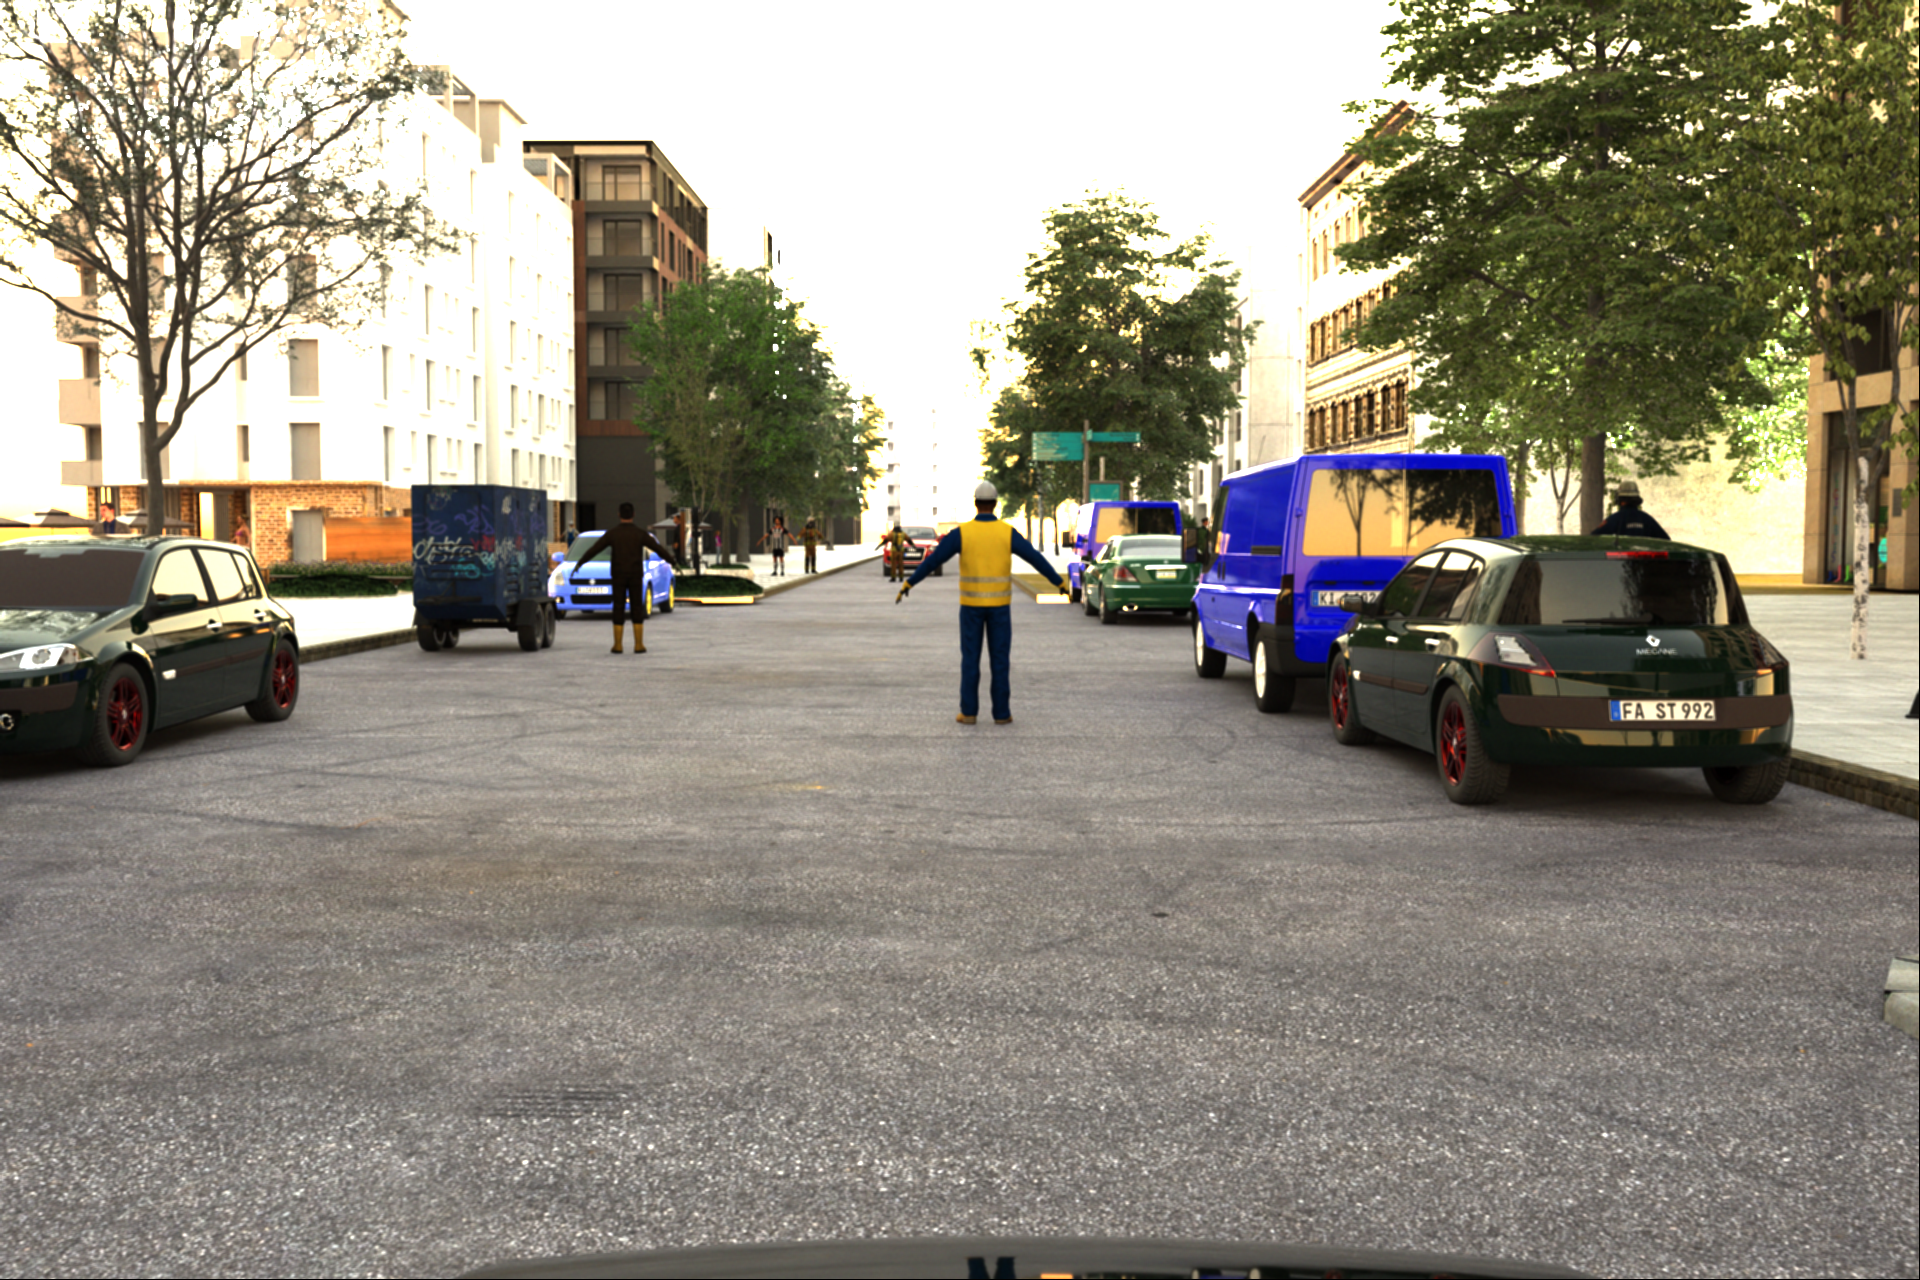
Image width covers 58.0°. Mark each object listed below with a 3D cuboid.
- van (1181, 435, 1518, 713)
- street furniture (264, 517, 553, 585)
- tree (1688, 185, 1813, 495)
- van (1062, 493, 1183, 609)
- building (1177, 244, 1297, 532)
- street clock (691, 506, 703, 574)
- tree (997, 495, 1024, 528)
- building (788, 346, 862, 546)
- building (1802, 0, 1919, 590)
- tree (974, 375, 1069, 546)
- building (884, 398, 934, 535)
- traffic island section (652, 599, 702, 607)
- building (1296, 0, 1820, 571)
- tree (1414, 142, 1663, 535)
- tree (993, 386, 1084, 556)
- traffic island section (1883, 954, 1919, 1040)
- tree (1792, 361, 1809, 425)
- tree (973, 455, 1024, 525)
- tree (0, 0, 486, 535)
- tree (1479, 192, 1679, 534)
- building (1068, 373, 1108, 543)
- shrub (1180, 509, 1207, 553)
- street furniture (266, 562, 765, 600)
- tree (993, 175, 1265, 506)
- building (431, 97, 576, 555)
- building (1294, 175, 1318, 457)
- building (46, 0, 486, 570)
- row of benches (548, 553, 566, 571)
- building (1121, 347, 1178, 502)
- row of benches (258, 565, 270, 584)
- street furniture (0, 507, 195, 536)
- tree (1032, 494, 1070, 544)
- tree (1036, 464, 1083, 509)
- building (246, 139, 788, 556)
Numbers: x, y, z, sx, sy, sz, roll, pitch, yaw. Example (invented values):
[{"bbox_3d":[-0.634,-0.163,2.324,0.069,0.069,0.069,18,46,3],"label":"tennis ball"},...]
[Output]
[{"bbox_3d":[3.320,-0.682,15.542,2.240,2.365,5.245,0,4,-2],"label":"van"},{"bbox_3d":[-15.233,-2.420,46.420,9.812,1.723,11.010,2,4,23],"label":"street furniture"},{"bbox_3d":[26.789,-8.339,54.471,7.486,12.596,7.792,0,3,0],"label":"tree"},{"bbox_3d":[3.256,-1.849,34.607,2.240,2.365,5.245,0,4,-1],"label":"van"},{"bbox_3d":[24.784,-15.170,114.492,16.747,18.905,31.486,0,4,0],"label":"building"},{"bbox_3d":[-6.850,-2.470,44.956,0.358,2.002,0.471,0,4,1],"label":"street clock"},{"bbox_3d":[6.914,-16.937,227.275,4.737,8.622,4.395,0,3,0],"label":"tree"},{"bbox_3d":[-26.343,-21.832,200.931,27.936,21.610,32.646,0,4,0],"label":"building"},{"bbox_3d":[29.749,-13.478,23.562,19.350,26.588,34.151,0,4,0],"label":"building"},{"bbox_3d":[5.548,-14.113,137.397,9.857,13.997,8.962,0,3,0],"label":"tree"},{"bbox_3d":[-9.798,-22.888,233.091,11.380,20.090,16.016,0,4,1],"label":"building"},{"bbox_3d":[-6.236,-0.729,34.785,1.991,0.108,1.994,0,4,-1],"label":"traffic island section"},{"bbox_3d":[24.888,-14.562,69.025,19.493,23.208,18.063,0,4,-1],"label":"building"},{"bbox_3d":[16.415,-8.034,49.480,7.486,12.596,7.792,0,3,0],"label":"tree"},{"bbox_3d":[5.449,-10.294,102.718,7.601,10.594,8.767,-1,4,-14],"label":"tree"},{"bbox_3d":[3.708,1.111,4.702,1.991,0.108,1.994,0,4,0],"label":"traffic island section"},{"bbox_3d":[25.189,-5.883,46.549,4.360,8.622,3.978,0,3,0],"label":"tree"},{"bbox_3d":[5.386,-19.300,233.687,7.486,12.596,7.792,0,3,0],"label":"tree"},{"bbox_3d":[-12.275,-7.093,26.343,12.009,13.543,11.850,0,3,0],"label":"tree"},{"bbox_3d":[13.078,-5.317,37.288,4.737,8.622,4.395,0,3,0],"label":"tree"},{"bbox_3d":[21.980,-22.181,193.590,19.493,23.208,18.063,0,3,0],"label":"building"},{"bbox_3d":[6.560,-2.909,51.606,1.661,2.075,1.752,0,3,0],"label":"shrub"},{"bbox_3d":[-9.039,-1.281,36.577,10.072,0.657,5.734,0,4,2],"label":"street furniture"},{"bbox_3d":[5.883,-9.473,61.545,9.857,13.997,8.962,0,3,0],"label":"tree"},{"bbox_3d":[-24.709,-13.462,76.529,16.016,20.090,11.380,0,4,-1],"label":"building"},{"bbox_3d":[23.209,-14.450,92.672,16.016,20.090,11.380,0,4,-1],"label":"building"},{"bbox_3d":[-25.057,-12.474,60.373,16.016,20.090,11.380,0,3,0],"label":"building"},{"bbox_3d":[-13.022,-2.427,55.149,1.422,0.672,4.104,-2,4,-27],"label":"row of benches"},{"bbox_3d":[25.052,-18.244,164.739,16.747,18.905,31.486,0,4,-1],"label":"building"},{"bbox_3d":[-16.552,-1.329,37.197,4.104,0.672,1.422,2,4,27],"label":"row of benches"},{"bbox_3d":[-27.733,-2.273,42.198,14.083,1.986,27.439,0,4,-1],"label":"street furniture"},{"bbox_3d":[12.894,-18.286,233.390,7.601,10.594,8.767,0,4,5],"label":"tree"},{"bbox_3d":[6.285,-8.577,90.600,4.737,8.622,4.395,0,3,0],"label":"tree"},{"bbox_3d":[-26.265,-16.053,106.443,27.936,21.610,32.646,0,4,1],"label":"building"}]
